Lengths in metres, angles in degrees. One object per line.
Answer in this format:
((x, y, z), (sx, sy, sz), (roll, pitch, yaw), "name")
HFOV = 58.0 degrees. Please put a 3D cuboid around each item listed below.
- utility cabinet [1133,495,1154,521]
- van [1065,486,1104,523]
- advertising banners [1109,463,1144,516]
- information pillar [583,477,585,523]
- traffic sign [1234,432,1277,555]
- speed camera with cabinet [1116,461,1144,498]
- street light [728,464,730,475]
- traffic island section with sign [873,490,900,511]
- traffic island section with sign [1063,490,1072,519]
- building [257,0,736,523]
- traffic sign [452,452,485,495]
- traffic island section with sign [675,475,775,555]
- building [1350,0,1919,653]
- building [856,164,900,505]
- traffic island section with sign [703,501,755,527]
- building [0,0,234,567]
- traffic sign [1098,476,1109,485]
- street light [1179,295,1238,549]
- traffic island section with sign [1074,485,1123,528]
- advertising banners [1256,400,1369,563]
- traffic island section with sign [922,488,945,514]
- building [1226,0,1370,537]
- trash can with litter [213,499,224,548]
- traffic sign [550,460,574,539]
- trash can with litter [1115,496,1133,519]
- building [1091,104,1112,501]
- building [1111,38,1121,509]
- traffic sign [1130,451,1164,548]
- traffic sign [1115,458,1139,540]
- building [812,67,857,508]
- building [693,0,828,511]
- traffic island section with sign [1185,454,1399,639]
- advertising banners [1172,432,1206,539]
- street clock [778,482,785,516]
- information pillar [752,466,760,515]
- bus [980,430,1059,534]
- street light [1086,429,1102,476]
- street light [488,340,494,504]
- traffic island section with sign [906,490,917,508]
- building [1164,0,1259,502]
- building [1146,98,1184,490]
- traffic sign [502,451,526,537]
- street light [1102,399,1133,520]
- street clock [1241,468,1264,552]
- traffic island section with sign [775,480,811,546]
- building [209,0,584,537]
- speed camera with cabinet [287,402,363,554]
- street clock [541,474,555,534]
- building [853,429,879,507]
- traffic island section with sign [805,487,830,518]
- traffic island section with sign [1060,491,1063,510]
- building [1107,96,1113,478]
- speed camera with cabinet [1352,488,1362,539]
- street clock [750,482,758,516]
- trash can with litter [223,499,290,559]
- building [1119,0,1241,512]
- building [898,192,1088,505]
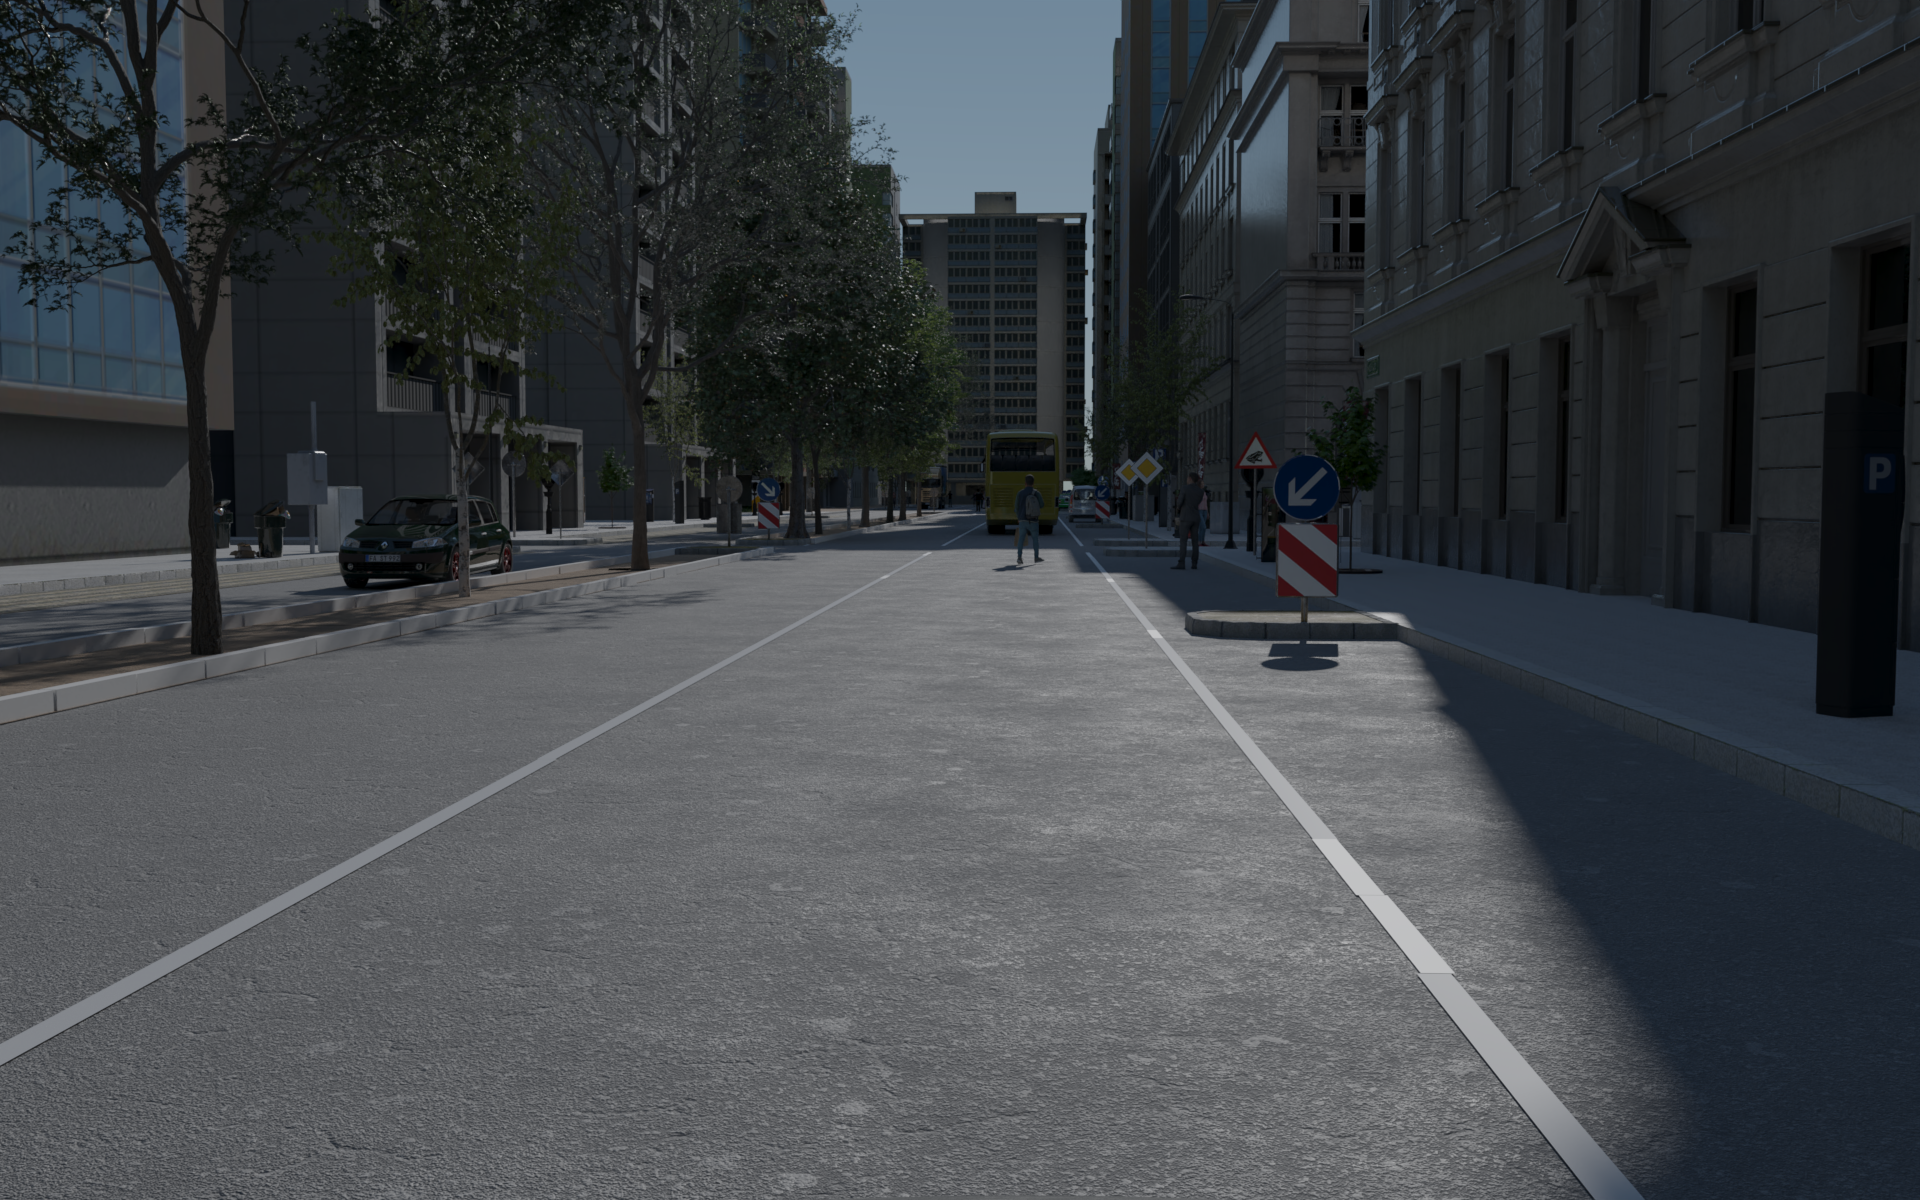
((8.672, -4.326, 81.885), (1.020, 1.237, 0.306), (-2, 4, -24), "utility cabinet")
((6.369, -4.981, 88.451), (2.013, 2.044, 4.112), (0, 4, 3), "van")
((9.585, -6.224, 97.947), (2.074, 3.025, 0.090), (1, 4, 18), "advertising banners")
((-16.748, -4.407, 76.551), (0.304, 2.012, 0.304), (0, 4, -2), "information pillar")
((6.159, -2.209, 36.115), (0.884, 2.594, 0.081), (1, 4, 11), "traffic sign")
((10.214, -6.619, 102.558), (0.660, 3.252, 2.038), (-3, 5, -44), "speed camera with cabinet")
((-11.117, -7.022, 87.354), (1.470, 5.913, 1.316), (0, 4, 3), "street light")
((-6.487, -8.721, 151.209), (1.989, 1.847, 2.006), (0, 4, 3), "traffic island section with sign")
((7.165, -5.654, 101.067), (1.989, 1.847, 2.006), (0, 4, 3), "traffic island section with sign")
((-23.267, -40.062, 93.265), (20.563, 71.187, 20.611), (0, 4, 3), "building")
((-11.785, -2.317, 41.530), (0.795, 2.450, 0.064), (0, 4, 3), "traffic sign")
((-5.653, -2.043, 41.548), (2.006, 1.907, 1.989), (0, 4, 3), "traffic island section with sign")
((15.763, -14.634, 15.678), (17.030, 29.872, 44.131), (0, 4, 3), "building")
((-14.865, -32.673, 217.790), (14.086, 41.232, 14.154), (0, 4, 3), "building")
((-9.968, -4.063, 75.062), (1.989, 1.847, 2.006), (0, 4, 3), "traffic island section with sign")
((-23.532, -23.278, 30.708), (14.200, 45.320, 14.600), (0, 4, 3), "building")
((9.951, -7.351, 120.293), (0.768, 2.556, 0.104), (0, 4, 5), "traffic sign")
((5.806, -4.155, 40.483), (1.470, 5.913, 1.316), (0, 4, 3), "street light")
((5.898, -3.962, 73.402), (1.989, 1.847, 2.006), (0, 4, 3), "traffic island section with sign")
((6.600, -2.211, 32.341), (2.074, 3.025, 0.090), (1, 4, 10), "advertising banners")
((-1.901, -7.087, 124.008), (2.006, 1.907, 1.989), (0, 4, 3), "traffic island section with sign")
((21.352, -13.091, 55.837), (24.055, 21.916, 13.314), (0, 4, 3), "building")
((-17.661, -1.794, 40.726), (1.055, 1.170, 0.624), (1, 4, 12), "trash can with litter")
((-11.422, -2.805, 49.507), (0.795, 2.450, 0.064), (0, 4, 3), "traffic sign")
((8.508, -4.736, 88.826), (1.055, 1.170, 0.624), (-3, 5, -44), "trash can with litter")
((27.437, -36.385, 218.592), (21.600, 48.544, 21.300), (0, 4, 3), "building")
((20.879, -29.071, 158.905), (14.154, 41.232, 14.086), (0, 4, 3), "building")
((4.392, -2.271, 40.776), (0.795, 2.450, 0.064), (0, 4, 3), "traffic sign")
((4.755, -2.759, 48.753), (0.795, 2.450, 0.064), (0, 4, 3), "traffic sign")
((-17.742, -29.217, 161.287), (14.154, 41.232, 14.086), (0, 4, 3), "building")
((-22.499, -29.646, 139.344), (22.147, 44.769, 28.867), (0, 4, 3), "building")
((3.388, -0.577, 18.066), (1.989, 1.847, 2.006), (0, 4, 3), "traffic island section with sign")
((6.586, -3.274, 49.711), (0.090, 3.025, 2.074), (-1, 4, -18), "advertising banners")
((-10.695, -6.038, 103.287), (0.471, 2.002, 0.358), (-3, 4, -38), "street clock")
((-12.253, -6.878, 103.806), (0.504, 3.616, 0.183), (-1, 4, -14), "information pillar")
((2.212, -4.511, 65.298), (2.896, 3.916, 12.252), (0, 4, 1), "bus")
((9.578, -9.227, 123.403), (1.470, 5.913, 1.316), (0, 4, 3), "street light")
((-12.855, -4.700, 49.389), (1.470, 5.913, 1.316), (0, 4, 3), "street light")
((-5.272, -10.368, 178.137), (1.989, 1.847, 2.006), (0, 4, 3), "traffic island section with sign")
((18.984, -15.310, 83.607), (16.112, 22.955, 30.059), (0, 4, 3), "building")
((19.685, -19.414, 110.923), (14.314, 27.812, 24.014), (0, 4, 3), "building")
((-13.224, -3.132, 51.321), (0.768, 2.556, 0.104), (1, 4, 9), "traffic sign")
((7.860, -6.875, 84.947), (1.470, 5.913, 1.316), (0, 4, 3), "street light")
((6.509, -2.082, 38.609), (0.471, 2.002, 0.358), (-1, 4, -8), "street clock")
((-5.307, -2.496, 48.947), (2.006, 1.907, 1.989), (0, 4, 3), "traffic island section with sign")
((-24.778, -38.027, 59.990), (20.563, 71.187, 20.611), (0, 4, 3), "building")
((-13.862, -2.661, 37.837), (0.660, 3.252, 2.038), (1, 4, 12), "speed camera with cabinet")
((-13.128, -3.102, 55.284), (0.471, 2.002, 0.358), (-1, 4, -19), "street clock")
((-24.442, -20.830, 185.612), (28.899, 21.520, 27.650), (0, 4, 3), "building")
((-8.719, -5.719, 102.131), (1.989, 1.847, 2.006), (0, 4, 3), "traffic island section with sign")
((10.671, -10.377, 178.289), (1.989, 1.847, 2.006), (0, 4, 3), "traffic island section with sign")
((27.003, -34.319, 180.728), (23.786, 49.044, 30.456), (0, 4, 3), "building")
((11.350, -3.331, 48.792), (0.660, 3.252, 2.038), (1, 4, 17), "speed camera with cabinet")
((-12.082, -5.952, 101.891), (0.358, 2.002, 0.471), (3, 5, 41), "street clock")
((-14.006, -1.422, 34.643), (0.624, 1.170, 1.055), (3, 5, 42), "trash can with litter")
((19.313, -29.376, 130.403), (14.600, 45.320, 14.200), (0, 4, 3), "building")
((4.541, -32.627, 225.331), (23.993, 40.220, 32.217), (0, 4, 3), "building")
